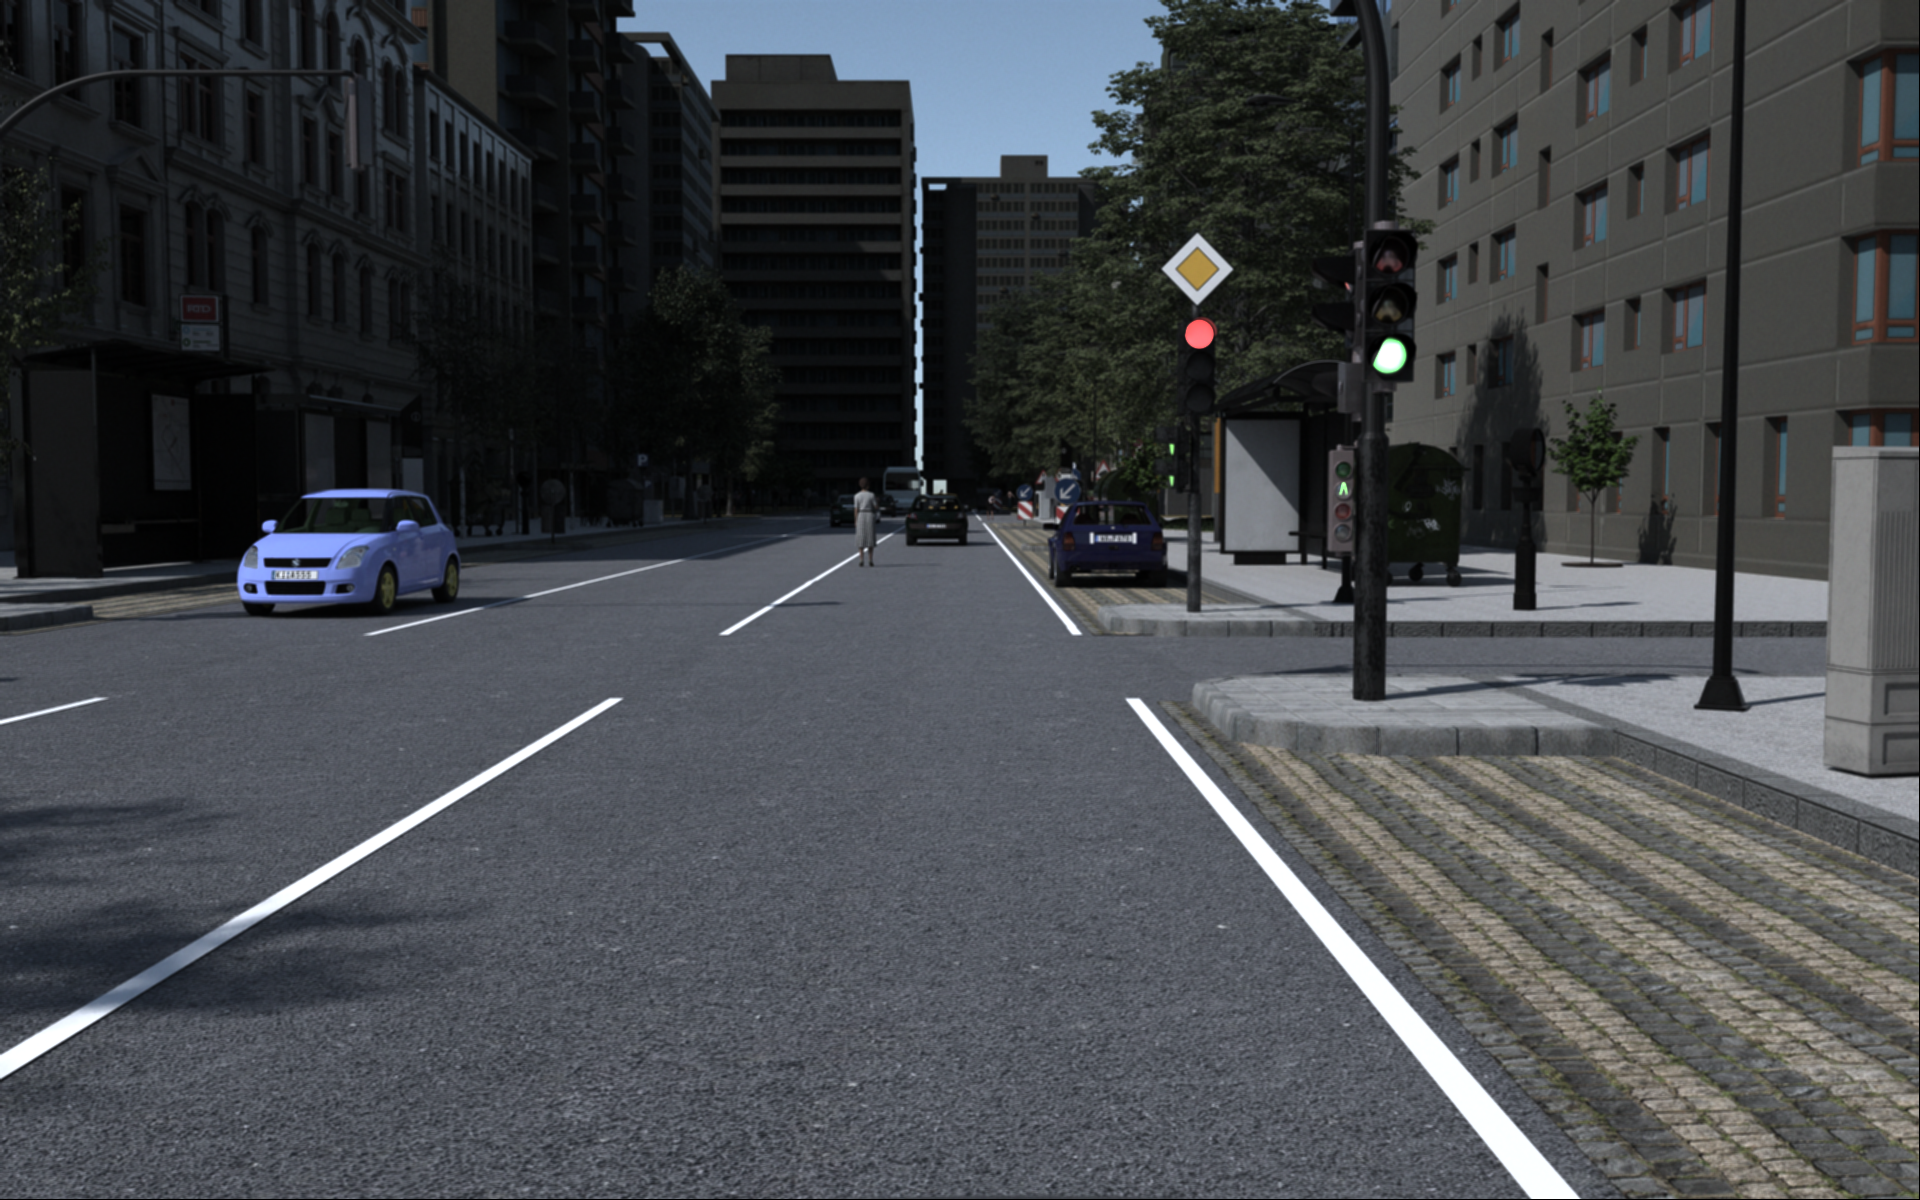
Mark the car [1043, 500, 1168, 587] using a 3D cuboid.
[{"bbox_3d":[2.322,-0.929,27.768,1.945,1.354,3.894,0,4,1],"label":"car"}]

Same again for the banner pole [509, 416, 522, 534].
[{"bbox_3d":[-14.314,-4.009,55.567,0.401,3.779,0.863,0,4,6],"label":"banner pole"}]

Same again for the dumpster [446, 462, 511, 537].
[{"bbox_3d":[-14.627,-3.064,52.595,1.502,2.255,1.985,0,3,0],"label":"dumpster"}]

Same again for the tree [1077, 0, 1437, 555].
[{"bbox_3d":[6.216,-7.242,36.528,7.486,12.596,7.792,0,3,0],"label":"tree"}]

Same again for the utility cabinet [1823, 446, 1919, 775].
[{"bbox_3d":[4.627,0.042,7.999,1.173,1.500,0.318,-1,4,-12],"label":"utility cabinet"}]

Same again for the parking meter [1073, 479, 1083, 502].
[{"bbox_3d":[4.550,-3.759,67.176,0.399,1.863,0.255,-2,4,-35],"label":"parking meter"}]

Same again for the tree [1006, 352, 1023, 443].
[{"bbox_3d":[5.955,-9.774,77.940,7.486,12.596,7.792,0,3,0],"label":"tree"}]

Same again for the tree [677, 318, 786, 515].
[{"bbox_3d":[-14.067,-11.368,103.998,7.486,12.596,7.792,0,3,0],"label":"tree"}]

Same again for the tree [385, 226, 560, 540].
[{"bbox_3d":[-13.766,-6.009,48.602,4.360,8.622,3.978,0,3,0],"label":"tree"}]

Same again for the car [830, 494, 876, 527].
[{"bbox_3d":[-4.728,-3.966,76.649,2.131,1.459,4.920,0,3,0],"label":"car"}]

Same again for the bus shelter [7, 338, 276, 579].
[{"bbox_3d":[-13.580,-2.323,29.272,1.731,3.624,6.357,0,4,0],"label":"bus shelter"}]

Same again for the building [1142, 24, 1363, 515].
[{"bbox_3d":[19.525,-20.726,110.571,14.160,30.474,14.107,0,3,0],"label":"building"}]

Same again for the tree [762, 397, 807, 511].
[{"bbox_3d":[-13.974,-11.132,132.363,4.360,8.622,3.978,0,3,0],"label":"tree"}]

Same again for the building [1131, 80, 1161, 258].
[{"bbox_3d":[34.576,-35.250,195.937,30.456,49.044,23.786,0,3,0],"label":"building"}]

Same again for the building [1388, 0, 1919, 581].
[{"bbox_3d":[27.180,-11.777,37.590,28.899,21.520,27.650,0,3,0],"label":"building"}]

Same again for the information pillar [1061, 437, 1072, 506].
[{"bbox_3d":[4.356,-4.882,71.176,0.504,3.616,0.183,2,4,30],"label":"information pillar"}]

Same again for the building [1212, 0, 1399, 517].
[{"bbox_3d":[24.086,-46.370,70.829,22.319,86.520,31.000,0,3,0],"label":"building"}]

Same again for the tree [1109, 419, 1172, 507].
[{"bbox_3d":[4.899,-3.026,44.075,1.663,3.219,1.824,0,3,0],"label":"tree"}]

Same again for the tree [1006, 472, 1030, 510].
[{"bbox_3d":[5.607,-9.868,155.950,1.663,3.219,1.824,0,3,0],"label":"tree"}]

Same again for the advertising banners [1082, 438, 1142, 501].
[{"bbox_3d":[4.879,-3.562,54.429,2.074,3.025,0.090,1,4,10],"label":"advertising banners"}]

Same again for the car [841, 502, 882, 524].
[{"bbox_3d":[-4.881,-4.456,84.856,2.014,1.417,4.499,0,4,2],"label":"car"}]

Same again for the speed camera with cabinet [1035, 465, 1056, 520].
[{"bbox_3d":[4.290,-5.670,87.045,0.660,3.252,2.038,-1,4,-11],"label":"speed camera with cabinet"}]

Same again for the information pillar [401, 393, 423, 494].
[{"bbox_3d":[-12.671,-2.983,40.126,0.504,3.616,0.183,-3,4,-37],"label":"information pillar"}]

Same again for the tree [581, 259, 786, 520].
[{"bbox_3d":[-13.281,-10.251,84.610,9.611,12.733,9.660,0,3,0],"label":"tree"}]

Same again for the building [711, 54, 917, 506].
[{"bbox_3d":[-15.873,-34.957,195.253,21.600,48.544,21.300,0,3,0],"label":"building"}]

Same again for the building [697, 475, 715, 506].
[{"bbox_3d":[-33.713,-31.110,192.250,14.086,41.232,14.154,0,3,0],"label":"building"}]

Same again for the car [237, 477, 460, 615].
[{"bbox_3d":[-7.569,-0.735,21.617,1.945,1.707,3.694,0,4,1],"label":"car"}]

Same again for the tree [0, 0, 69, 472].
[{"bbox_3d":[-13.980,-4.454,23.192,4.360,8.622,3.978,0,3,0],"label":"tree"}]

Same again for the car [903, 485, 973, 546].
[{"bbox_3d":[-0.644,-2.420,49.359,2.009,1.686,4.222,0,4,0],"label":"car"}]

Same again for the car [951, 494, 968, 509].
[{"bbox_3d":[-0.684,-3.390,65.642,2.015,1.641,3.980,0,4,-1],"label":"car"}]

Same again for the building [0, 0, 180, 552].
[{"bbox_3d":[-26.290,-12.245,36.365,11.583,22.565,21.152,0,3,0],"label":"building"}]

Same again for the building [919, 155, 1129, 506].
[{"bbox_3d":[7.348,-31.156,201.275,23.993,40.220,32.217,0,3,0],"label":"building"}]

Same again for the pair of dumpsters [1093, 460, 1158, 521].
[{"bbox_3d":[4.647,-2.788,48.074,1.574,2.255,4.437,0,3,0],"label":"pair of dumpsters"}]

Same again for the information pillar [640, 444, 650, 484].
[{"bbox_3d":[-14.462,-5.392,79.509,0.504,3.616,0.183,0,4,-4],"label":"information pillar"}]

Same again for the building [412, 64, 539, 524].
[{"bbox_3d":[-26.465,-14.122,80.046,9.793,20.994,18.267,0,3,0],"label":"building"}]

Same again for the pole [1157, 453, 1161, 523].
[{"bbox_3d":[5.751,-3.469,50.557,0.158,3.312,0.155,0,3,0],"label":"pole"}]

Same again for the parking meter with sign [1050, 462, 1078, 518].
[{"bbox_3d":[5.394,-5.900,92.727,1.738,3.016,0.543,-1,4,-18],"label":"parking meter with sign"}]

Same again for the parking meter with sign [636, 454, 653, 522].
[{"bbox_3d":[-13.521,-4.792,74.609,0.543,3.016,1.738,-1,4,-20],"label":"parking meter with sign"}]

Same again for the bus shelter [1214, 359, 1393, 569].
[{"bbox_3d":[5.503,-2.129,28.727,2.014,3.302,5.546,0,4,0],"label":"bus shelter"}]

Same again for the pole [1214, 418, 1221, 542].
[{"bbox_3d":[6.942,-3.221,46.514,0.158,3.312,0.155,0,3,0],"label":"pole"}]

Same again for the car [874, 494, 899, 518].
[{"bbox_3d":[-4.814,-5.947,107.014,2.009,1.686,4.222,0,4,-1],"label":"car"}]

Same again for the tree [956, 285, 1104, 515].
[{"bbox_3d":[4.714,-12.076,104.102,9.857,13.997,8.962,0,3,0],"label":"tree"}]

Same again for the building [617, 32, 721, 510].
[{"bbox_3d":[-33.263,-27.764,145.816,23.993,40.220,32.217,0,3,0],"label":"building"}]

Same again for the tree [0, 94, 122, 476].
[{"bbox_3d":[-17.600,-4.921,30.826,4.737,8.622,4.395,0,3,0],"label":"tree"}]

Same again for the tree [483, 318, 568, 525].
[{"bbox_3d":[-18.497,-7.487,72.779,4.737,8.622,4.395,0,3,0],"label":"tree"}]

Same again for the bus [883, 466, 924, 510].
[{"bbox_3d":[-4.082,-7.916,124.291,2.948,3.499,13.247,0,4,-1],"label":"bus"}]

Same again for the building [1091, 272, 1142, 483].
[{"bbox_3d":[26.185,-18.513,147.724,27.650,21.520,28.899,0,3,0],"label":"building"}]

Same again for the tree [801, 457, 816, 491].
[{"bbox_3d":[-12.960,-9.448,138.187,4.285,4.588,4.351,0,3,0],"label":"tree"}]

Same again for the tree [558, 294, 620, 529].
[{"bbox_3d":[-14.104,-6.845,62.285,4.360,8.622,3.978,0,3,0],"label":"tree"}]

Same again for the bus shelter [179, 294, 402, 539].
[{"bbox_3d":[-14.570,-3.665,37.554,2.179,5.291,8.768,0,3,0],"label":"bus shelter"}]

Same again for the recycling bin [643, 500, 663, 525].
[{"bbox_3d":[-12.990,-3.718,73.336,0.722,1.027,0.722,0,4,3],"label":"recycling bin"}]

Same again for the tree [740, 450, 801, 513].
[{"bbox_3d":[-13.305,-8.121,116.500,4.285,4.588,4.351,0,3,0],"label":"tree"}]

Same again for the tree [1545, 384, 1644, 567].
[{"bbox_3d":[11.258,-2.198,30.544,1.663,3.219,1.824,0,3,0],"label":"tree"}]

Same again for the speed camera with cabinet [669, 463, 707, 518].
[{"bbox_3d":[-14.343,-5.933,91.342,2.038,3.252,0.660,2,4,24],"label":"speed camera with cabinet"}]

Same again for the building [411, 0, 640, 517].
[{"bbox_3d":[-32.499,-27.711,107.707,22.147,44.769,28.867,0,3,0],"label":"building"}]

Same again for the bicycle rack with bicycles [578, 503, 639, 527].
[{"bbox_3d":[-14.187,-3.421,69.312,2.852,0.926,2.925,1,4,10],"label":"bicycle rack with bicycles"}]

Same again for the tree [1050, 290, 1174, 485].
[{"bbox_3d":[5.582,-6.807,61.651,4.737,8.622,4.395,0,3,0],"label":"tree"}]

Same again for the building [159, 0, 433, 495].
[{"bbox_3d":[-28.036,-16.591,58.653,14.401,28.519,23.554,0,3,0],"label":"building"}]
